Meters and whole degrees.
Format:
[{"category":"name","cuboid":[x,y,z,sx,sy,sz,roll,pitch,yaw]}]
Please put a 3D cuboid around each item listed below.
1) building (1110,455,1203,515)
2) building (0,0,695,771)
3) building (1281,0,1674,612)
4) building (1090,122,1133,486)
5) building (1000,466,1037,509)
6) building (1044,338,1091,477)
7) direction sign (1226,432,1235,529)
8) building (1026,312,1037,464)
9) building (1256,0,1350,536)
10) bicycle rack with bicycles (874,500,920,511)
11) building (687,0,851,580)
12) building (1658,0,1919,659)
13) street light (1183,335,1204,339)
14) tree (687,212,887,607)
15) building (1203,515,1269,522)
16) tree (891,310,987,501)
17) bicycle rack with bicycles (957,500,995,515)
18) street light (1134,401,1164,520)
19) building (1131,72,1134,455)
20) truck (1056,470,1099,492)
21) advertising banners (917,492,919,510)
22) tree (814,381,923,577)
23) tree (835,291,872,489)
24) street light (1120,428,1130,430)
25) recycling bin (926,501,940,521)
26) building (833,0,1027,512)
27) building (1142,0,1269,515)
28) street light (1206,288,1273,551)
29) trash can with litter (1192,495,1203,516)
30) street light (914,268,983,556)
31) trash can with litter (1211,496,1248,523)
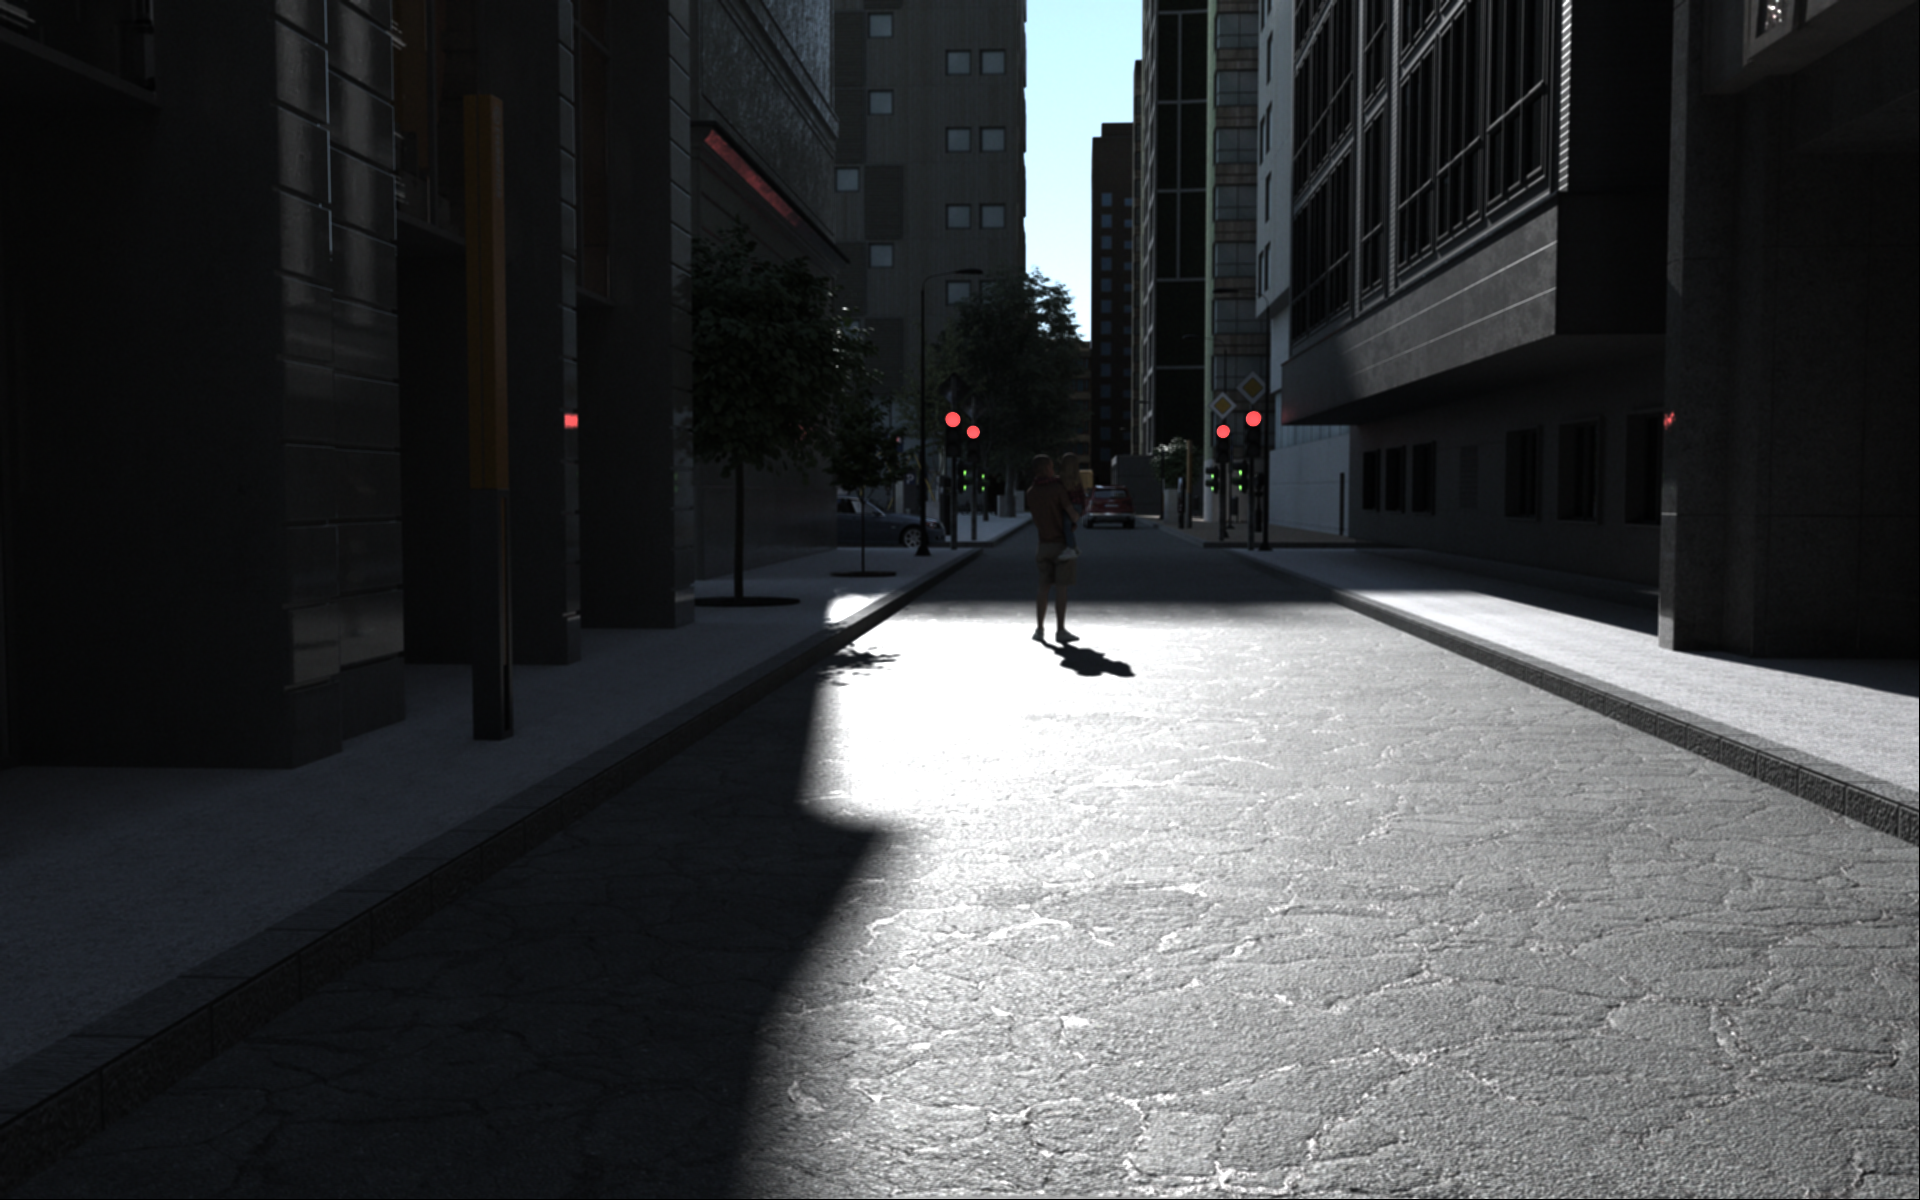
[{"category":"building","cuboid":[20.262,-41.097,110.186,20.563,71.187,20.611,0,4,4]},{"category":"building","cuboid":[-8.991,-13.738,2.105,11.434,29.767,29.804,0,4,4]},{"category":"building","cuboid":[13.454,-14.225,26.091,14.314,27.812,24.014,0,4,4]},{"category":"building","cuboid":[23.138,-34.354,211.794,14.200,45.320,14.600,0,4,4]},{"category":"building","cuboid":[-2.654,-44.163,160.310,20.563,71.187,20.611,0,4,4]},{"category":"building","cuboid":[2.083,-22.976,220.699,28.899,21.520,27.650,0,4,4]},{"category":"direction sign","cuboid":[9.990,-4.402,63.965,0.379,3.537,0.876,0,3,0]},{"category":"building","cuboid":[-6.160,-20.860,186.107,28.899,21.520,27.650,0,4,4]},{"category":"building","cuboid":[24.455,-28.638,57.469,27.495,52.752,28.713,0,4,4]},{"category":"bicycle rack with bicycles","cuboid":[-3.573,-5.387,101.462,2.852,0.926,2.925,-3,4,-37]},{"category":"building","cuboid":[-17.529,-12.227,33.196,30.059,22.955,16.112,0,4,4]},{"category":"building","cuboid":[11.197,-11.344,3.491,12.078,24.808,19.932,0,4,4]},{"category":"street light","cuboid":[7.202,-4.780,50.692,1.470,5.913,1.316,0,4,4]},{"category":"tree","cuboid":[-2.555,-2.231,20.197,4.285,4.588,4.351,0,3,0]},{"category":"building","cuboid":[18.843,-24.454,83.426,14.154,41.232,14.086,0,4,4]},{"category":"tree","cuboid":[-0.904,-7.319,70.033,4.737,8.622,4.395,0,3,0]},{"category":"bicycle rack with bicycles","cuboid":[0.764,-5.728,107.029,2.925,0.926,2.852,1,4,12]},{"category":"street light","cuboid":[9.546,-6.965,86.414,1.470,5.913,1.316,0,4,4]},{"category":"building","cuboid":[23.526,-29.534,166.472,14.154,41.232,14.086,0,4,4]},{"category":"truck","cuboid":[9.263,-8.674,137.744,3.469,3.379,9.791,0,4,5]},{"category":"advertising banners","cuboid":[-3.129,-7.309,115.686,2.074,3.025,0.090,3,5,43]},{"category":"tree","cuboid":[-1.618,-1.985,27.058,1.663,3.219,1.824,0,3,0]},{"category":"tree","cuboid":[-4.640,-6.633,58.819,4.360,8.622,3.978,0,3,0]},{"category":"street light","cuboid":[12.010,-9.165,122.385,1.470,5.913,1.316,0,4,4]},{"category":"recycling bin","cuboid":[-0.965,-2.929,60.439,0.722,1.027,0.722,1,4,8]},{"category":"building","cuboid":[-8.469,-33.484,136.701,28.713,52.752,27.495,0,4,4]},{"category":"building","cuboid":[20.746,-27.420,131.908,14.154,41.232,14.086,0,4,4]},{"category":"street light","cuboid":[6.379,-4.071,39.095,1.470,5.913,1.316,0,4,4]},{"category":"trash can with litter","cuboid":[14.031,-5.503,101.029,2.233,1.210,1.678,2,4,30]},{"category":"street light","cuboid":[-0.228,-3.869,35.793,1.470,5.913,1.316,0,4,4]},{"category":"trash can with litter","cuboid":[12.247,-3.993,76.335,1.678,1.210,2.233,-2,4,-32]}]
